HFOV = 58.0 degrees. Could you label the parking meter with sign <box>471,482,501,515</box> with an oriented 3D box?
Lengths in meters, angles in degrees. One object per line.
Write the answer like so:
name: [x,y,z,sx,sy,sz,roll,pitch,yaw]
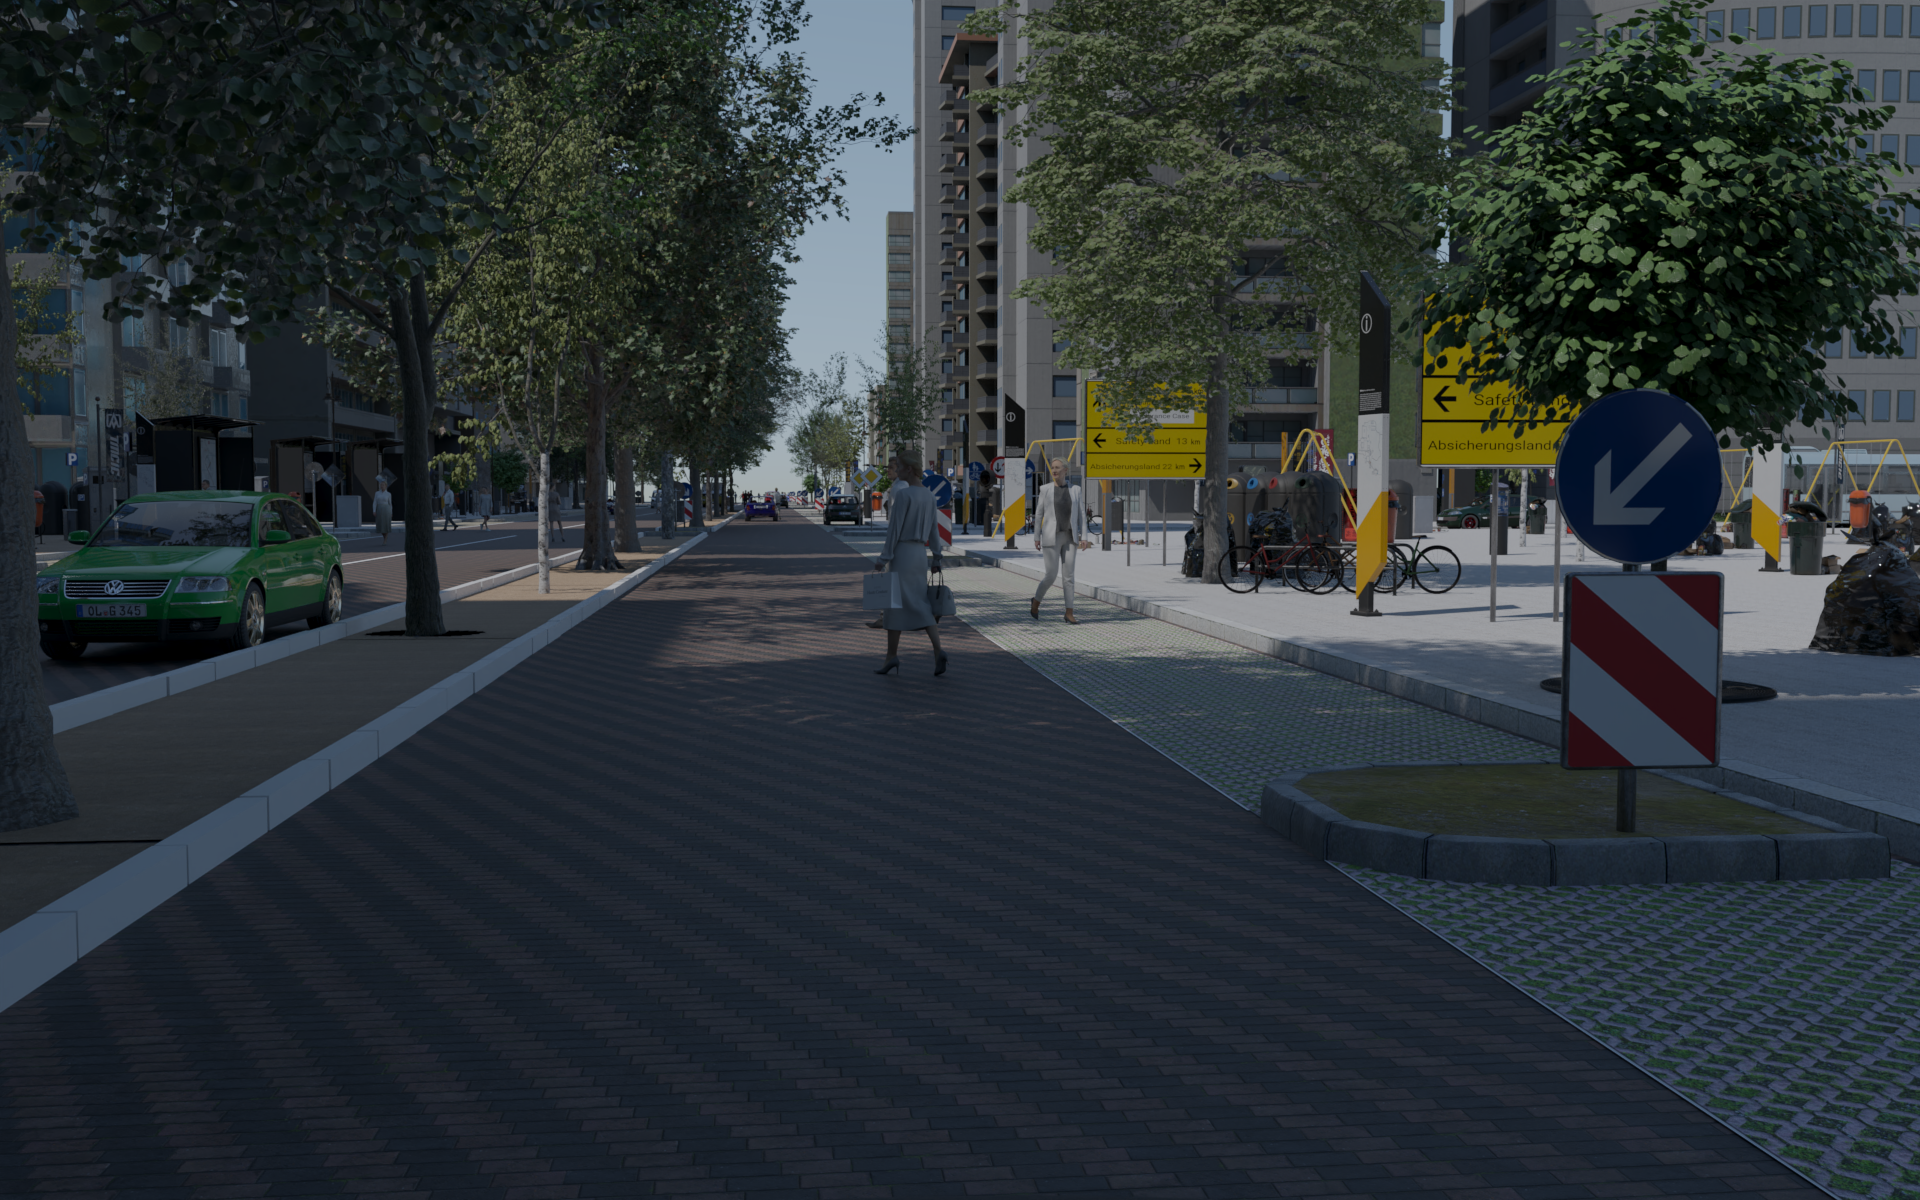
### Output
parking meter with sign: [-28.940,-6.689,105.632,1.738,3.016,0.543,0,3,0]

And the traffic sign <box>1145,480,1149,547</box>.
traffic sign: [4.526,-2.553,41.844,0.768,2.556,0.104,0,4,3]

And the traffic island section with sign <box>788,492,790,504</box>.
traffic island section with sign: [-18.027,-11.313,193.587,1.989,1.847,2.006,0,4,-6]

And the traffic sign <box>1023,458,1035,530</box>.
traffic sign: [2.265,-3.724,60.991,0.768,2.556,0.104,0,4,-2]

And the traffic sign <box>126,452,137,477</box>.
traffic sign: [-24.526,-3.159,51.754,0.768,2.556,0.104,0,4,-1]

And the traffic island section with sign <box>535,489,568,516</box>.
traffic island section with sign: [-27.110,-6.505,114.992,1.989,1.847,2.006,0,4,-6]

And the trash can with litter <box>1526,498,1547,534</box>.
trash can with litter: [18.253,-2.681,55.225,0.624,1.170,1.055,-1,4,-12]

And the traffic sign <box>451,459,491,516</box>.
traffic sign: [-28.519,-6.550,100.971,2.265,3.308,0.079,0,4,-4]

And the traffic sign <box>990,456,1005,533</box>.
traffic sign: [1.372,-3.524,57.726,0.768,2.556,0.104,0,4,-3]

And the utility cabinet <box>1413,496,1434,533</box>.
utility cabinet: [15.099,-2.791,56.795,1.020,1.237,0.306,-3,5,-40]

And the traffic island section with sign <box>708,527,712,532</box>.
traffic island section with sign: [-10.512,-3.557,66.298,2.006,1.907,1.989,0,4,-6]

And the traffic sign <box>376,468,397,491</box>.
traffic sign: [-21.647,-3.775,65.369,0.795,2.450,0.064,0,4,-6]

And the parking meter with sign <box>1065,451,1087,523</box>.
parking meter with sign: [4.546,-4.521,70.178,1.738,3.016,0.543,-3,5,-44]

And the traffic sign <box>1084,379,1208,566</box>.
traffic sign: [3.317,-2.251,30.670,2.265,3.308,0.079,0,4,-4]

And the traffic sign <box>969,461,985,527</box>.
traffic sign: [0.605,-4.119,67.450,0.768,2.556,0.104,0,4,3]

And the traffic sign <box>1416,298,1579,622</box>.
traffic sign: [5.665,-1.431,17.272,2.265,3.308,0.079,0,4,-2]

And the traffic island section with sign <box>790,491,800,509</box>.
traffic island section with sign: [-14.992,-9.620,165.914,1.989,1.847,2.006,0,4,-6]

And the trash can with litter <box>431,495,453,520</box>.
trash can with litter: [-26.726,-4.641,86.938,2.233,1.210,1.678,1,4,9]

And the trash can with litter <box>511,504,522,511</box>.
trash can with litter: [-32.755,-7.182,128.491,2.233,1.210,1.678,1,4,19]

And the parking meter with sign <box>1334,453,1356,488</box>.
parking meter with sign: [15.767,-4.693,72.985,1.738,3.016,0.543,-1,4,-17]

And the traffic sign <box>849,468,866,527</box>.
traffic sign: [-3.906,-3.892,67.282,0.795,2.450,0.064,0,4,-6]

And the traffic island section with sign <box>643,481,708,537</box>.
traffic island section with sign: [-9.716,-3.107,58.934,2.006,1.907,1.989,0,4,-6]

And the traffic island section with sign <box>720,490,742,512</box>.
traffic island section with sign: [-18.694,-8.126,140.992,2.006,1.907,1.989,0,4,-6]

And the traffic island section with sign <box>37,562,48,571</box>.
traffic island section with sign: [-17.994,-1.417,31.793,1.989,1.847,2.006,0,4,-6]

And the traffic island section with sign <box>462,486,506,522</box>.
traffic island section with sign: [-24.164,-4.859,88.065,1.989,1.847,2.006,0,4,-6]

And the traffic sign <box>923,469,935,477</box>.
traffic sign: [-1.644,-5.451,89.232,0.768,2.556,0.104,0,4,1]

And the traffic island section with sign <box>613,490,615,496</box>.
traffic island section with sign: [-32.434,-9.487,163.741,1.989,1.847,2.006,0,4,-6]

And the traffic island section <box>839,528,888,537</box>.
traffic island section: [-3.015,-2.272,59.424,2.009,0.180,2.903,0,4,-6]

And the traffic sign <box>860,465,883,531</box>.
traffic sign: [-3.037,-3.407,59.344,0.795,2.450,0.064,0,4,-6]

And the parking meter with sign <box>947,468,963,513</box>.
parking meter with sign: [-0.138,-7.404,117.309,0.543,3.016,1.738,2,4,35]

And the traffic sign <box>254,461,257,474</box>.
traffic sign: [-23.621,-3.494,57.240,0.768,2.556,0.104,0,4,2]

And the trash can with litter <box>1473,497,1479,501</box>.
trash can with litter: [22.066,-3.764,72.930,1.055,1.170,0.624,-1,4,-21]

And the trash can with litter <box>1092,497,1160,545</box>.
trash can with litter: [4.153,-2.023,44.129,1.678,1.210,2.233,-2,4,-34]

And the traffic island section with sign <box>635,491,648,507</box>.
traffic island section with sign: [-35.417,-11.152,190.956,1.989,1.847,2.006,0,4,-6]

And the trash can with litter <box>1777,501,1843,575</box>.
trash can with litter: [13.581,-0.992,27.605,1.055,1.170,0.624,-2,4,-34]

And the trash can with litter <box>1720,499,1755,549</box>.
trash can with litter: [18.072,-1.768,40.291,1.055,1.170,0.624,-1,4,-13]

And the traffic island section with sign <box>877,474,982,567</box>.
traffic island section with sign: [-0.661,-1.602,34.829,1.989,1.847,2.006,0,4,-6]

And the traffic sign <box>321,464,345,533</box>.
traffic sign: [-20.778,-3.290,57.431,0.795,2.450,0.064,0,4,-6]

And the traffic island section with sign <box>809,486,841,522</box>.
traffic island section with sign: [-6.543,-4.889,88.558,1.989,1.847,2.006,0,4,-6]

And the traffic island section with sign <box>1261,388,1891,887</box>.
traffic island section with sign: [2.357,0.084,7.250,1.989,1.847,2.006,0,4,-6]

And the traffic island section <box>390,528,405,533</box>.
traffic island section: [-21.669,-2.639,65.428,2.009,0.180,2.903,0,4,-6]

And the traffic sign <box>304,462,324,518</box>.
traffic sign: [-25.703,-4.209,68.921,0.768,2.556,0.104,0,4,-1]

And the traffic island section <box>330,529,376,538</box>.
traffic island section: [-20.801,-2.153,57.490,2.009,0.180,2.903,0,4,-6]

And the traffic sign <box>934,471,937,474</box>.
traffic sign: [-1.489,-5.829,95.411,0.768,2.556,0.104,0,4,3]

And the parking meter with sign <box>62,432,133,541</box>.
parking meter with sign: [-23.992,-3.176,48.184,0.543,3.016,1.738,3,5,44]

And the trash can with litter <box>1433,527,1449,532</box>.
trash can with litter: [15.927,-2.937,59.079,2.233,1.210,1.678,-2,4,-29]

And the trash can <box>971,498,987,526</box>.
trash can: [0.793,-3.620,70.837,0.748,1.137,0.748,0,3,0]

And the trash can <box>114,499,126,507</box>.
trash can: [-22.373,-2.143,46.695,0.748,1.137,0.748,0,3,0]

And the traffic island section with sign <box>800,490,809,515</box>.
traffic island section with sign: [-9.544,-6.566,115.982,1.989,1.847,2.006,0,4,-6]

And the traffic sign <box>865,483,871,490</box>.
traffic sign: [-5.292,-6.231,101.976,0.768,2.556,0.104,0,4,-3]

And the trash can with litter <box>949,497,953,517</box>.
trash can with litter: [-0.642,-4.501,84.985,0.624,1.170,1.055,0,4,0]

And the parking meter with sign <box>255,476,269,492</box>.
parking meter with sign: [-30.164,-4.789,74.561,1.738,3.016,0.543,1,4,22]

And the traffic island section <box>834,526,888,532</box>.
traffic island section: [-3.883,-2.757,67.362,2.009,0.180,2.903,0,4,-6]
